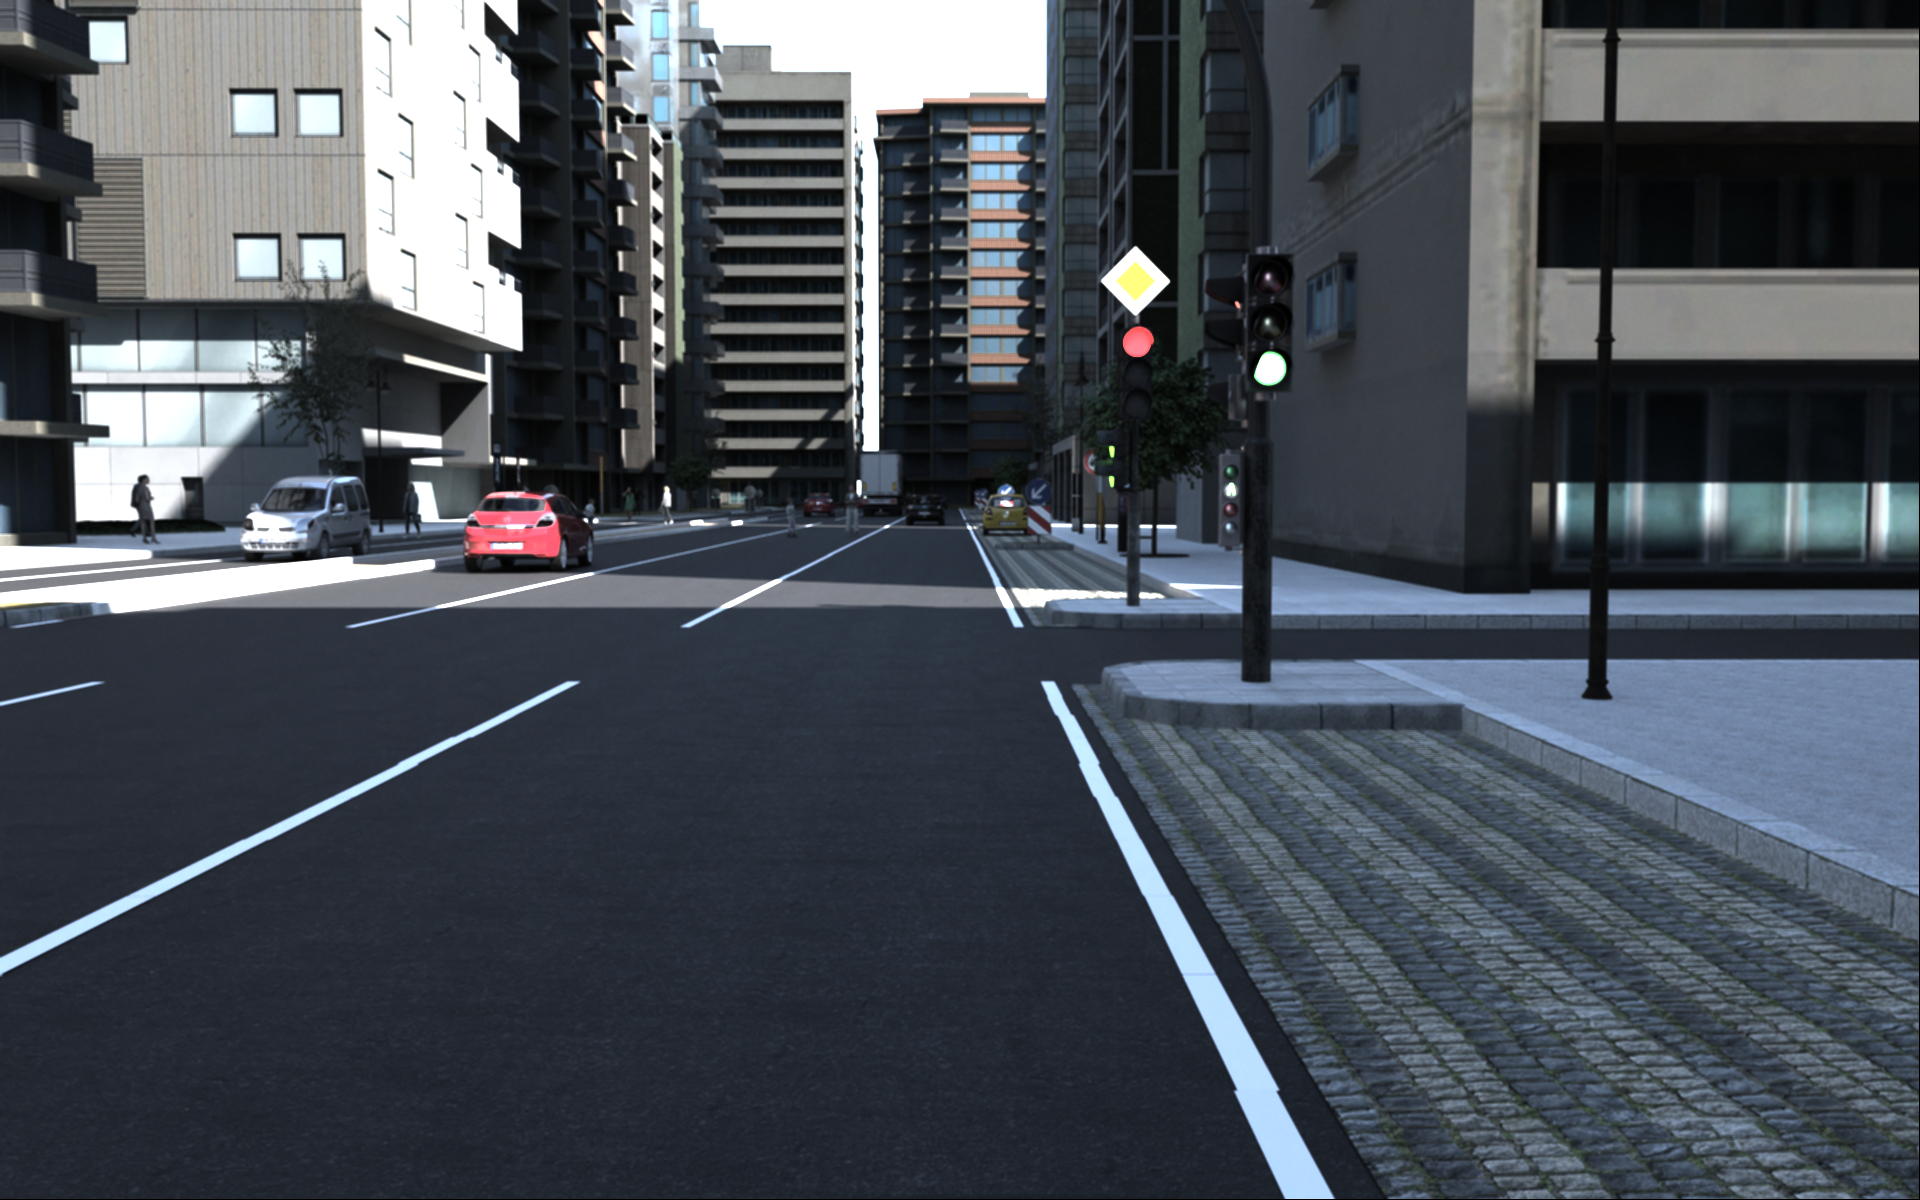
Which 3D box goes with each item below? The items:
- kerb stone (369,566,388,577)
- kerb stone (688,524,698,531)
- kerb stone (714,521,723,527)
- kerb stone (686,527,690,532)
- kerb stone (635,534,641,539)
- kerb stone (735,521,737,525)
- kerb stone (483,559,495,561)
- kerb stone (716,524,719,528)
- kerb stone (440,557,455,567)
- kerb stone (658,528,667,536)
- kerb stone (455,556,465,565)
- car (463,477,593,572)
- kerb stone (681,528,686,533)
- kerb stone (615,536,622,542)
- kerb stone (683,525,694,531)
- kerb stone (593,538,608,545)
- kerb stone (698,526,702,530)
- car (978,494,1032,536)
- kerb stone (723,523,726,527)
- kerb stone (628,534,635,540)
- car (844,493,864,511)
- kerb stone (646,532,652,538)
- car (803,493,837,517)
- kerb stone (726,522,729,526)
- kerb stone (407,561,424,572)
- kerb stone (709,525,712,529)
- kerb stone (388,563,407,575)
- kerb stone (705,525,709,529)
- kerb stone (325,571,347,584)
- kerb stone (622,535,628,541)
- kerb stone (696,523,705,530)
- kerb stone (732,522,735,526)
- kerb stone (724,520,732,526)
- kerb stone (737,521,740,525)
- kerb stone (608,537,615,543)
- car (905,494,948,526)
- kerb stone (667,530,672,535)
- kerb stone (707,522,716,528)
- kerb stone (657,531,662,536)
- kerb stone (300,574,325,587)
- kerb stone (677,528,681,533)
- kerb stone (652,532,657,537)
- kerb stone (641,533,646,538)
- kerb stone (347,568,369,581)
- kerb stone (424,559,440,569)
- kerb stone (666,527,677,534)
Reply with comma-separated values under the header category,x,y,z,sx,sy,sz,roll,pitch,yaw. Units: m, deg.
category,x,y,z,sx,sy,sz,roll,pitch,yaw
kerb stone,-10.217,-0.480,30.132,0.120,0.150,1.000,0,4,0
kerb stone,-10.377,-2.743,67.056,0.120,0.150,1.000,0,4,0
kerb stone,-10.408,-3.182,74.219,0.120,0.150,1.000,0,4,0
kerb stone,-10.379,-2.616,65.009,0.120,0.150,1.000,0,4,0
kerb stone,-10.327,-1.991,54.740,0.120,0.150,1.000,0,4,0
kerb stone,-10.432,-3.496,79.350,0.120,0.150,1.000,0,4,0
kerb stone,-10.247,-0.921,37.313,0.120,0.150,1.000,0,4,0
kerb stone,-10.403,-3.119,73.197,0.120,0.150,1.000,0,4,0
kerb stone,-10.237,-0.733,34.237,0.120,0.150,1.000,0,4,0
kerb stone,-10.348,-2.301,59.873,0.120,0.150,1.000,0,4,0
kerb stone,-10.242,-0.796,35.264,0.120,0.150,1.000,0,4,0
car,-8.216,-1.481,33.248,2.155,1.783,4.494,0,4,-2
kerb stone,-10.366,-2.555,63.973,0.120,0.150,1.000,0,4,0
kerb stone,-10.311,-1.795,51.670,0.120,0.150,1.000,0,4,0
kerb stone,-10.380,-2.681,66.031,0.120,0.150,1.000,0,4,0
kerb stone,-10.306,-1.678,49.624,0.120,0.150,1.000,0,4,0
kerb stone,-10.387,-2.806,68.078,0.120,0.150,1.000,0,4,0
car,1.634,-3.082,60.616,2.015,1.641,3.980,0,4,1
kerb stone,-10.423,-3.244,75.242,0.120,0.150,1.000,0,4,0
kerb stone,-10.315,-1.924,53.718,0.120,0.150,1.000,0,4,0
car,-9.048,-8.641,150.326,2.155,1.783,4.494,0,4,-2
kerb stone,-10.332,-2.116,56.786,0.120,0.150,1.000,0,4,0
car,-8.957,-6.210,110.578,2.155,1.783,4.494,0,4,0
kerb stone,-10.424,-3.307,76.269,0.120,0.150,1.000,0,4,0
kerb stone,-10.219,-0.610,32.185,0.120,0.150,1.000,0,4,0
kerb stone,-10.404,-2.990,71.150,0.120,0.150,1.000,0,4,0
kerb stone,-10.214,-0.548,31.163,0.120,0.150,1.000,0,4,0
kerb stone,-10.393,-2.932,70.128,0.120,0.150,1.000,0,4,0
kerb stone,-10.211,-0.355,28.088,0.120,0.150,1.000,0,4,0
kerb stone,-10.320,-1.865,52.692,0.120,0.150,1.000,0,4,0
kerb stone,-10.388,-2.869,69.104,0.120,0.150,1.000,0,4,0
kerb stone,-10.430,-3.433,78.327,0.120,0.150,1.000,0,4,0
kerb stone,-10.429,-3.371,77.305,0.120,0.150,1.000,0,4,0
kerb stone,-10.442,-3.558,80.376,0.120,0.150,1.000,0,4,0
kerb stone,-10.307,-1.740,50.646,0.120,0.150,1.000,0,4,0
car,-1.585,-4.310,80.254,2.009,1.686,4.222,0,4,1
kerb stone,-10.349,-2.367,60.895,0.120,0.150,1.000,0,4,0
kerb stone,-10.408,-3.057,72.172,0.120,0.150,1.000,0,4,0
kerb stone,-10.339,-2.241,58.848,0.120,0.150,1.000,0,4,0
kerb stone,-10.204,-0.297,27.052,0.120,0.150,1.000,0,4,0
kerb stone,-10.364,-2.492,62.942,0.120,0.150,1.000,0,4,0
kerb stone,-10.349,-2.179,57.820,0.120,0.150,1.000,0,4,0
kerb stone,-10.331,-2.053,55.762,0.120,0.150,1.000,0,4,0
kerb stone,-10.213,-0.415,29.110,0.120,0.150,1.000,0,4,0
kerb stone,-10.240,-0.671,33.214,0.120,0.150,1.000,0,4,0
kerb stone,-10.360,-2.429,61.917,0.120,0.150,1.000,0,4,0
